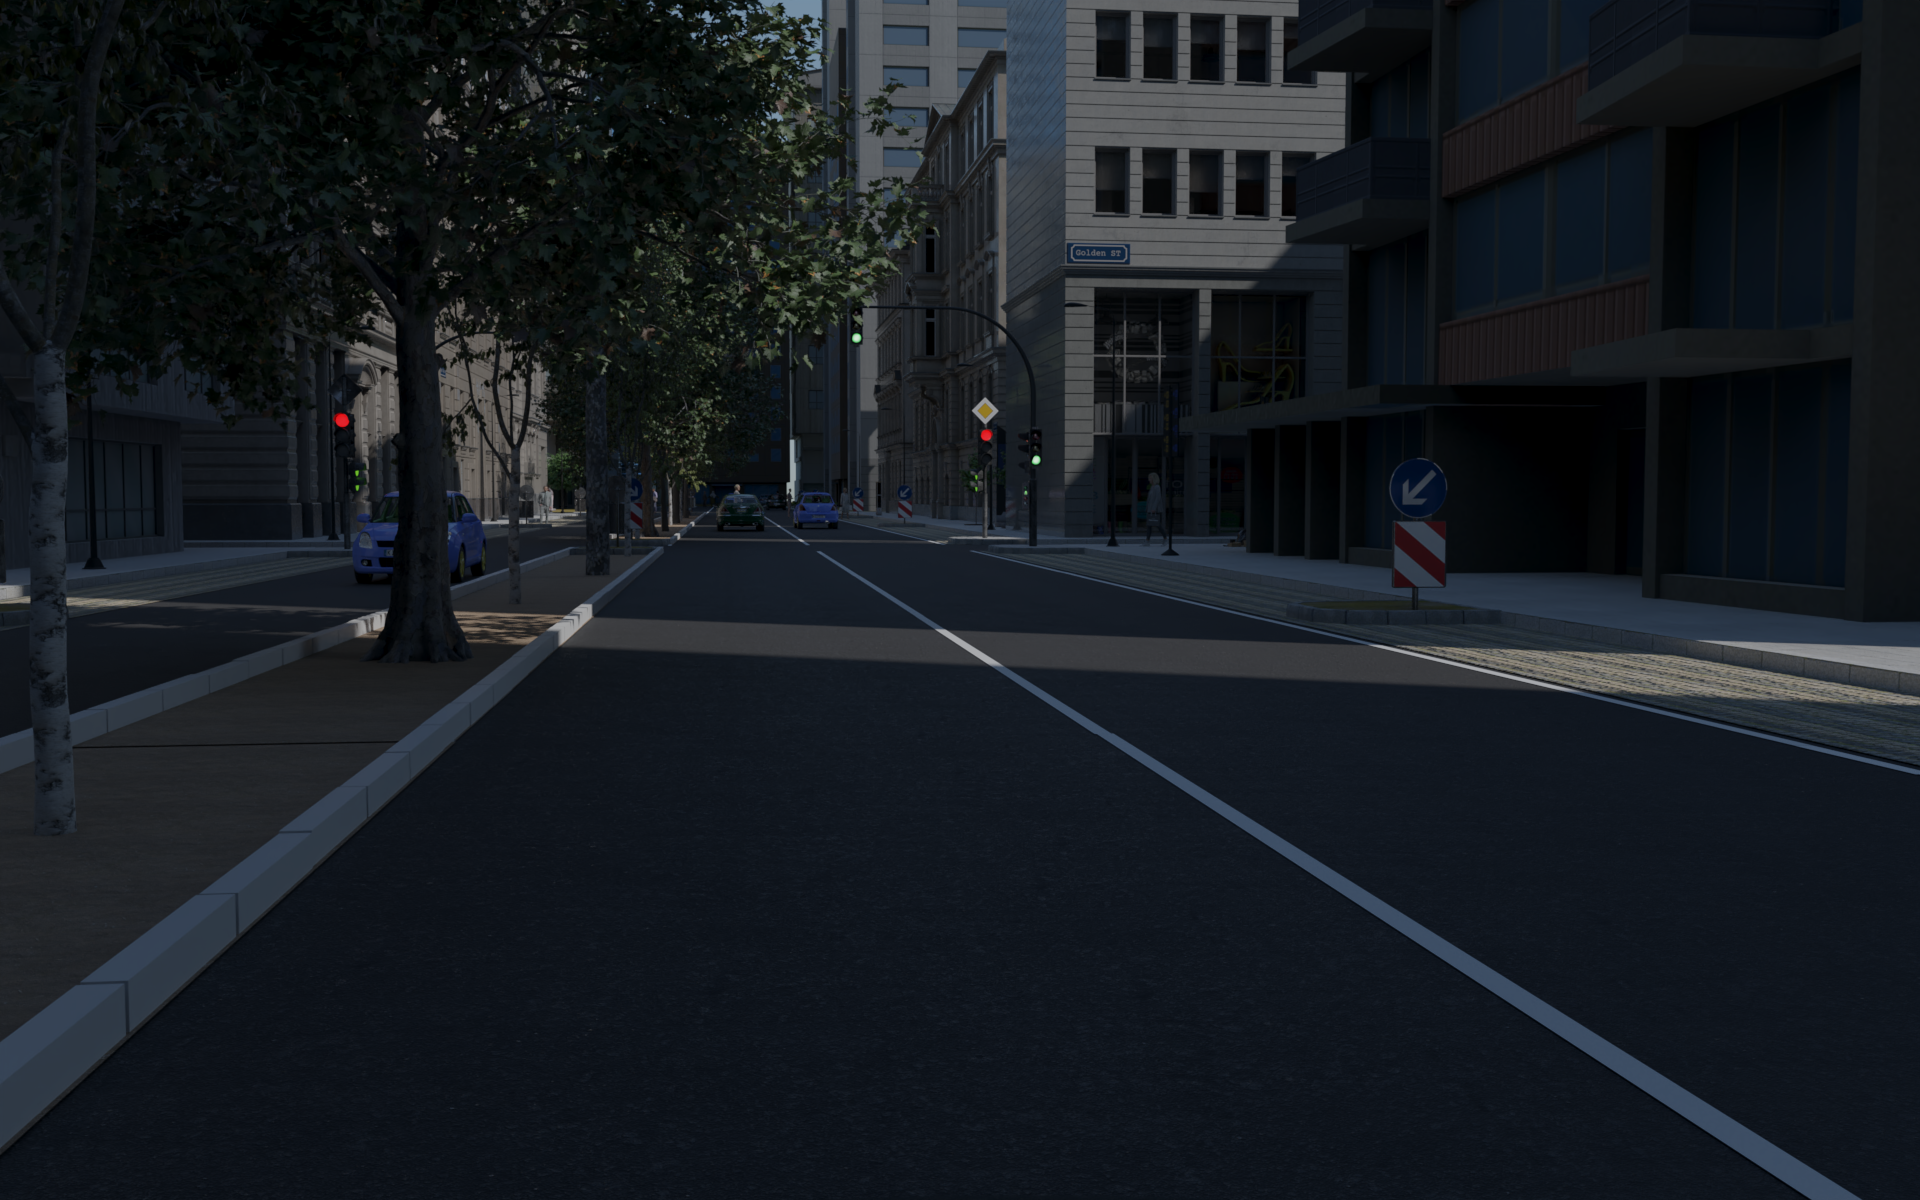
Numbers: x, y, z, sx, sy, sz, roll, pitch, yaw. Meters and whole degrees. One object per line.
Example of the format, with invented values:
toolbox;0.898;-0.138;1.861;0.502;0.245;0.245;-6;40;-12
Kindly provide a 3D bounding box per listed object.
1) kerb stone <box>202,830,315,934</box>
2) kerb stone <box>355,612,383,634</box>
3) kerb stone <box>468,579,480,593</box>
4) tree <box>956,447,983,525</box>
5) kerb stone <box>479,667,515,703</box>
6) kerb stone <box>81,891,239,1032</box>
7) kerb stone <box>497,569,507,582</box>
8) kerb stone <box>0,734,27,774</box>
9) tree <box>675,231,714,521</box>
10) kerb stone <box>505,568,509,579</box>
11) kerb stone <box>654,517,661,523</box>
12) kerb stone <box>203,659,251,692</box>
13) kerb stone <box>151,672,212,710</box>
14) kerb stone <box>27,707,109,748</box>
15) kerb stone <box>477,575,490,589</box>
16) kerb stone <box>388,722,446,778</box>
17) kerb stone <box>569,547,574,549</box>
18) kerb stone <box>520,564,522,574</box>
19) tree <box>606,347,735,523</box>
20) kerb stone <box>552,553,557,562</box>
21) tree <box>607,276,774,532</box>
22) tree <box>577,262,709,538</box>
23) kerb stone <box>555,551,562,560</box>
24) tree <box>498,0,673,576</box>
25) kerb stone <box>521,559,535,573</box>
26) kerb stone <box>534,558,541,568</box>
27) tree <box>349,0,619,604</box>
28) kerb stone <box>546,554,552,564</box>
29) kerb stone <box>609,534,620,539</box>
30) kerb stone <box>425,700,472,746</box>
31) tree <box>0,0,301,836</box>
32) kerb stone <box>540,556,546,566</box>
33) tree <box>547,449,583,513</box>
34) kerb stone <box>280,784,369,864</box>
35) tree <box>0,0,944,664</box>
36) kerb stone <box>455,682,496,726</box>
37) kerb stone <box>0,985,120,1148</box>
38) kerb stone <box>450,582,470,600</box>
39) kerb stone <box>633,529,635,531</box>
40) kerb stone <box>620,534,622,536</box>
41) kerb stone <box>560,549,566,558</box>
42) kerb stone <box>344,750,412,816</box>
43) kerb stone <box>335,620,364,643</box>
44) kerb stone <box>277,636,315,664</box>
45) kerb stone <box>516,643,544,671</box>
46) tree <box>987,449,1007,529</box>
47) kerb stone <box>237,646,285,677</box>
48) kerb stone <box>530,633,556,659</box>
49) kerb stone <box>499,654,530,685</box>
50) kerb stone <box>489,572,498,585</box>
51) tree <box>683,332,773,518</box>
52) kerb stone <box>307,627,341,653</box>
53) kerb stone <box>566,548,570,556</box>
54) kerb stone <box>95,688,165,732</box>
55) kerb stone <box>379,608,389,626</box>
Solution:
kerb stone;-2.456;0.991;6.084;0.120;0.150;1.000;0;4;-8
kerb stone;-6.167;0.261;17.952;0.120;0.150;1.000;0;4;-8
kerb stone;-7.118;-0.171;25.067;0.120;0.150;1.000;0;4;-8
tree;0.588;-4.686;71.209;1.663;3.219;1.824;0;3;0
kerb stone;-3.269;0.614;12.163;0.120;0.150;1.000;0;4;-8
kerb stone;-2.321;1.049;5.062;0.120;0.150;1.000;0;4;-8
kerb stone;-7.521;-0.363;28.124;0.120;0.150;1.000;0;4;-8
kerb stone;-4.941;0.819;8.799;0.120;0.150;1.000;0;4;-8
tree;-7.628;-5.302;39.510;4.360;8.622;3.978;0;3;0
kerb stone;-7.659;-0.425;29.150;0.120;0.150;1.000;0;4;-8
kerb stone;-16.005;-4.246;91.657;0.120;0.150;1.000;0;4;-8
kerb stone;-5.482;0.579;12.856;0.120;0.150;1.000;0;4;-8
kerb stone;-5.348;0.633;11.843;0.120;0.150;1.000;0;4;-8
kerb stone;-5.077;0.759;9.812;0.120;0.150;1.000;0;4;-8
kerb stone;-7.248;-0.237;26.092;0.120;0.150;1.000;0;4;-8
kerb stone;-2.866;0.800;9.123;0.120;0.150;1.000;0;4;-8
kerb stone;-9.156;-1.109;40.342;0.120;0.150;1.000;0;4;-8
kerb stone;-7.792;-0.487;30.177;0.120;0.150;1.000;0;4;-8
tree;-14.025;-10.031;84.592;7.486;12.596;7.792;0;3;0
kerb stone;-8.614;-0.859;36.274;0.120;0.150;1.000;0;4;-8
tree;-11.240;-7.897;65.983;8.767;10.594;7.601;0;4;-8
tree;-9.367;-5.956;50.200;4.737;8.622;4.395;0;3;0
kerb stone;-8.737;-0.924;37.295;0.120;0.150;1.000;0;4;-8
tree;-7.678;-10.530;30.506;12.611;20.169;13.585;0;3;0
kerb stone;-8.064;-0.612;32.208;0.120;0.150;1.000;0;4;-8
kerb stone;-8.211;-0.675;33.224;0.120;0.150;1.000;0;4;-8
tree;-5.825;-4.259;22.460;4.360;8.622;3.978;0;3;0
kerb stone;-8.473;-0.799;35.261;0.120;0.150;1.000;0;4;-8
kerb stone;-11.386;-2.131;57.119;0.120;0.150;1.000;0;4;-8
kerb stone;-3.006;0.738;10.136;0.120;0.150;1.000;0;4;-8
tree;-3.855;-3.330;7.261;4.360;8.622;3.978;0;3;0
kerb stone;-8.348;-0.737;34.247;0.120;0.150;1.000;0;4;-8
tree;-27.409;-8.324;119.811;4.285;4.588;4.351;0;3;0
kerb stone;-2.598;0.924;7.096;0.120;0.150;1.000;0;4;-8
tree;-4.686;-5.830;14.783;9.611;12.733;9.660;0;3;0
kerb stone;-3.136;0.676;11.150;0.120;0.150;1.000;0;4;-8
kerb stone;-2.186;1.112;4.047;0.120;0.150;1.000;0;4;-8
kerb stone;-6.983;-0.114;24.054;0.120;0.150;1.000;0;4;-8
kerb stone;-13.289;-3.006;71.336;0.120;0.150;1.000;0;4;-8
kerb stone;-11.526;-2.198;58.132;0.120;0.150;1.000;0;4;-8
kerb stone;-8.877;-0.986;38.313;0.120;0.150;1.000;0;4;-8
kerb stone;-2.730;0.864;8.111;0.120;0.150;1.000;0;4;-8
kerb stone;-6.027;0.327;16.939;0.120;0.150;1.000;0;4;-8
kerb stone;-5.755;0.447;14.899;0.120;0.150;1.000;0;4;-8
kerb stone;-3.549;0.489;14.199;0.120;0.150;1.000;0;4;-8
tree;2.119;-4.275;64.490;1.663;3.219;1.824;0;3;0
kerb stone;-5.624;0.509;13.878;0.120;0.150;1.000;0;4;-8
kerb stone;-3.686;0.427;15.212;0.120;0.150;1.000;0;4;-8
kerb stone;-3.407;0.552;13.175;0.120;0.150;1.000;0;4;-8
kerb stone;-7.393;-0.300;27.106;0.120;0.150;1.000;0;4;-8
tree;-16.011;-11.510;101.009;12.009;13.543;11.850;0;3;0
kerb stone;-5.891;0.383;15.926;0.120;0.150;1.000;0;4;-8
kerb stone;-9.014;-1.048;39.328;0.120;0.150;1.000;0;4;-8
kerb stone;-5.212;0.695;10.827;0.120;0.150;1.000;0;4;-8
kerb stone;-6.303;0.201;18.965;0.120;0.150;1.000;0;4;-8
